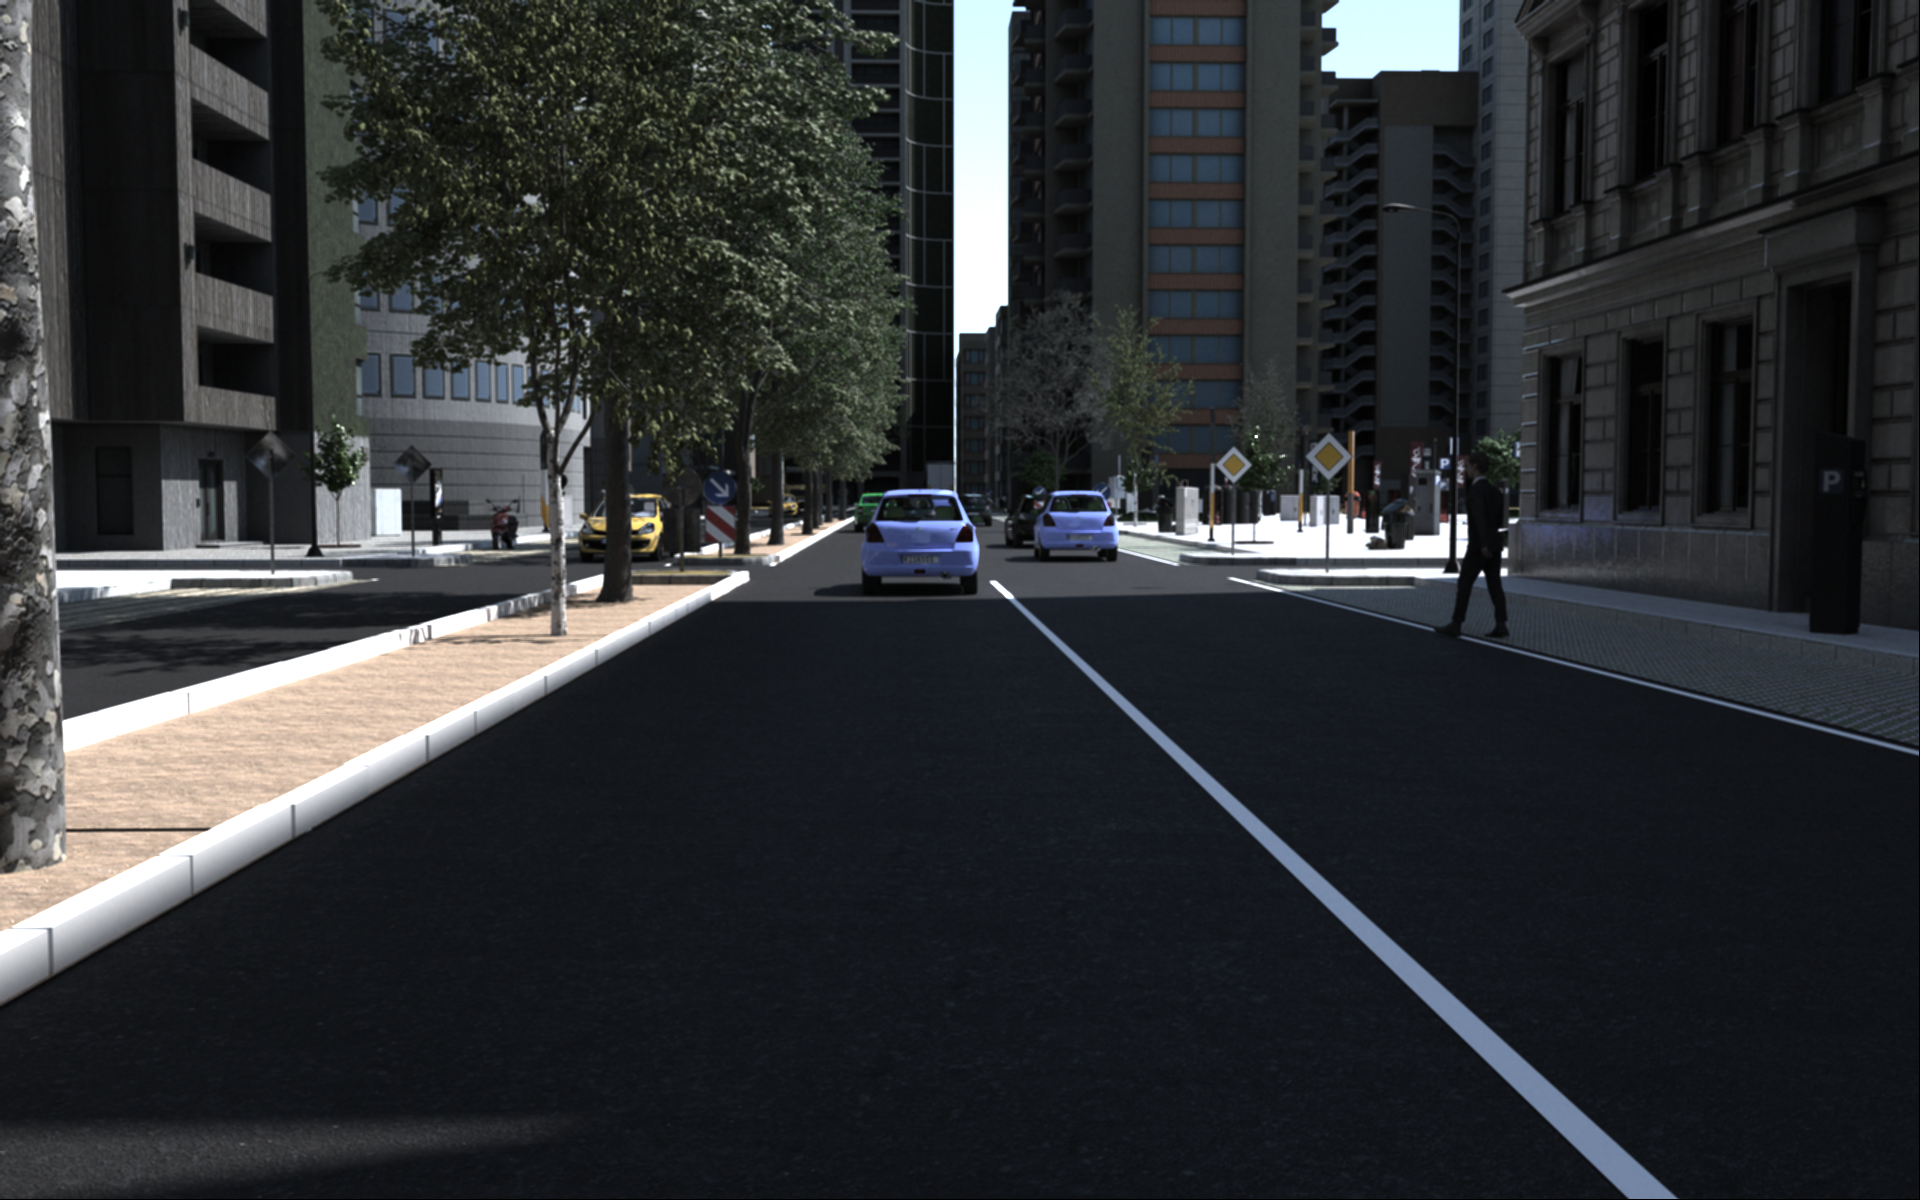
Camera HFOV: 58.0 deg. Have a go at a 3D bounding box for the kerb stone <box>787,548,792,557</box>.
[{"bbox_3d":[-3.925,-1.026,38.972,0.120,0.150,1.000,0,4,-2],"label":"kerb stone"}]

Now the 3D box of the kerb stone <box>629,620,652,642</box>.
[{"bbox_3d":[-3.168,0.331,16.913,0.120,0.150,1.000,0,4,-2],"label":"kerb stone"}]

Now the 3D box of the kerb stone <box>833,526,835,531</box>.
[{"bbox_3d":[-4.824,-2.589,64.586,0.120,0.150,1.000,0,4,-2],"label":"kerb stone"}]

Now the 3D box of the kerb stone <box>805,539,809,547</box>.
[{"bbox_3d":[-4.182,-1.465,46.147,0.120,0.150,1.000,0,4,-2],"label":"kerb stone"}]

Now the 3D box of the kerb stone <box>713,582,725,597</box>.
[{"bbox_3d":[-3.410,-0.112,24.090,0.120,0.150,1.000,0,4,-2],"label":"kerb stone"}]

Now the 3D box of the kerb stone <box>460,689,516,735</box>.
[{"bbox_3d":[-2.942,0.700,10.752,0.120,0.150,1.000,0,4,-2],"label":"kerb stone"}]

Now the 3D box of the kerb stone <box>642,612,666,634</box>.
[{"bbox_3d":[-3.199,0.260,17.945,0.120,0.150,1.000,0,4,-2],"label":"kerb stone"}]

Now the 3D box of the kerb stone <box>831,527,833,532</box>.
[{"bbox_3d":[-4.756,-2.468,62.542,0.120,0.150,1.000,0,4,-2],"label":"kerb stone"}]

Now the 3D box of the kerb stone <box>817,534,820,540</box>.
[{"bbox_3d":[-4.399,-1.834,52.306,0.120,0.150,1.000,0,4,-2],"label":"kerb stone"}]

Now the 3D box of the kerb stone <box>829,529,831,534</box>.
[{"bbox_3d":[-4.688,-2.340,60.499,0.120,0.150,1.000,0,4,-2],"label":"kerb stone"}]

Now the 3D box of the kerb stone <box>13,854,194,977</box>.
[{"bbox_3d":[-2.768,1.015,5.634,0.120,0.150,1.000,0,4,-2],"label":"kerb stone"}]

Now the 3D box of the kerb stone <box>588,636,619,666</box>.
[{"bbox_3d":[-3.085,0.451,14.857,0.120,0.150,1.000,0,4,-2],"label":"kerb stone"}]

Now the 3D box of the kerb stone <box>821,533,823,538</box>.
[{"bbox_3d":[-4.471,-1.962,54.351,0.120,0.150,1.000,0,4,-2],"label":"kerb stone"}]

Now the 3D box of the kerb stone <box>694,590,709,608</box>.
[{"bbox_3d":[-3.340,0.009,22.047,0.120,0.150,1.000,0,4,-2],"label":"kerb stone"}]

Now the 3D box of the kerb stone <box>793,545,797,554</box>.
[{"bbox_3d":[-4.004,-1.151,41.022,0.120,0.150,1.000,0,4,-2],"label":"kerb stone"}]

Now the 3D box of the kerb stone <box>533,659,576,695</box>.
[{"bbox_3d":[-3.014,0.580,12.800,0.120,0.150,1.000,0,4,-2],"label":"kerb stone"}]

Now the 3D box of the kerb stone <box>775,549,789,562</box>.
[{"bbox_3d":[-3.897,-0.963,37.940,0.120,0.150,1.000,0,4,-2],"label":"kerb stone"}]

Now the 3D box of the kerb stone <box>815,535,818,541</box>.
[{"bbox_3d":[-4.359,-1.779,51.284,0.120,0.150,1.000,0,4,-2],"label":"kerb stone"}]

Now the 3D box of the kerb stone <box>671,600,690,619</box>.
[{"bbox_3d":[-3.272,0.134,20.001,0.120,0.150,1.000,0,4,-2],"label":"kerb stone"}]

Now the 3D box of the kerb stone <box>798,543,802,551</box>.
[{"bbox_3d":[-4.076,-1.274,43.068,0.120,0.150,1.000,0,4,-2],"label":"kerb stone"}]

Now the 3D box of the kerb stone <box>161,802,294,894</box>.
[{"bbox_3d":[-2.806,0.950,6.657,0.120,0.150,1.000,0,4,-2],"label":"kerb stone"}]

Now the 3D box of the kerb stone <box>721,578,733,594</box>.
[{"bbox_3d":[-3.442,-0.178,25.112,0.120,0.150,1.000,0,4,-2],"label":"kerb stone"}]

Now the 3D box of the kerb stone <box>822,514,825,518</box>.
[{"bbox_3d":[-8.500,-5.345,109.582,0.120,0.150,1.000,0,4,-2],"label":"kerb stone"}]

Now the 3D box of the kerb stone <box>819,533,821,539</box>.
[{"bbox_3d":[-4.426,-1.904,53.330,0.120,0.150,1.000,0,4,-2],"label":"kerb stone"}]

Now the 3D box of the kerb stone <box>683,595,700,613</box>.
[{"bbox_3d":[-3.304,0.072,21.023,0.120,0.150,1.000,0,4,-2],"label":"kerb stone"}]

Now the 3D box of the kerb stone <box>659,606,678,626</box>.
[{"bbox_3d":[-3.238,0.200,18.980,0.120,0.150,1.000,0,4,-2],"label":"kerb stone"}]

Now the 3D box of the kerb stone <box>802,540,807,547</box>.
[{"bbox_3d":[-4.142,-1.402,45.116,0.120,0.150,1.000,0,4,-2],"label":"kerb stone"}]

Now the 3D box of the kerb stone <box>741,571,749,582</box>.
[{"bbox_3d":[-3.544,-0.367,28.193,0.120,0.150,1.000,0,4,-2],"label":"kerb stone"}]

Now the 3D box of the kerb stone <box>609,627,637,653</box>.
[{"bbox_3d":[-3.127,0.386,15.887,0.120,0.150,1.000,0,4,-2],"label":"kerb stone"}]

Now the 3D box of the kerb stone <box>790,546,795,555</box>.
[{"bbox_3d":[-3.960,-1.089,40.001,0.120,0.150,1.000,0,4,-2],"label":"kerb stone"}]

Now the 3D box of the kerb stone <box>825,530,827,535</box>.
[{"bbox_3d":[-4.571,-2.155,57.425,0.120,0.150,1.000,0,4,-2],"label":"kerb stone"}]

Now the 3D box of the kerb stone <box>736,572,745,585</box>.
[{"bbox_3d":[-3.514,-0.300,27.163,0.120,0.150,1.000,0,4,-2],"label":"kerb stone"}]

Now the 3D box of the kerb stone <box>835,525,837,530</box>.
[{"bbox_3d":[-4.892,-2.718,66.629,0.120,0.150,1.000,0,4,-2],"label":"kerb stone"}]

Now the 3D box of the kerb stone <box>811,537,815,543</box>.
[{"bbox_3d":[-4.290,-1.651,49.227,0.120,0.150,1.000,0,4,-2],"label":"kerb stone"}]

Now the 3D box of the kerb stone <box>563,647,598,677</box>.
[{"bbox_3d":[-3.056,0.518,13.828,0.120,0.150,1.000,0,4,-2],"label":"kerb stone"}]

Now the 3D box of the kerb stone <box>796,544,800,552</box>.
[{"bbox_3d":[-4.032,-1.211,42.044,0.120,0.150,1.000,0,4,-2],"label":"kerb stone"}]

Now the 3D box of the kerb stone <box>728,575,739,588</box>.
[{"bbox_3d":[-3.484,-0.241,26.133,0.120,0.150,1.000,0,4,-2],"label":"kerb stone"}]

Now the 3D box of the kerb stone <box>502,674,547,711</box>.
[{"bbox_3d":[-2.986,0.644,11.778,0.120,0.150,1.000,0,4,-2],"label":"kerb stone"}]

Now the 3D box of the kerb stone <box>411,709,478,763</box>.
[{"bbox_3d":[-2.908,0.763,9.727,0.120,0.150,1.000,0,4,-2],"label":"kerb stone"}]

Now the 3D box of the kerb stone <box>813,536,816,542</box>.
[{"bbox_3d":[-4.326,-1.713,50.249,0.120,0.150,1.000,0,4,-2],"label":"kerb stone"}]

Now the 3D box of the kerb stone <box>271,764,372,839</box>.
[{"bbox_3d":[-2.836,0.892,7.685,0.120,0.150,1.000,0,4,-2],"label":"kerb stone"}]

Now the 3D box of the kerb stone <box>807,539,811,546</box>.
[{"bbox_3d":[-4.219,-1.528,47.174,0.120,0.150,1.000,0,4,-2],"label":"kerb stone"}]

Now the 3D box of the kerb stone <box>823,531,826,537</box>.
[{"bbox_3d":[-4.539,-2.092,56.404,0.120,0.150,1.000,0,4,-2],"label":"kerb stone"}]

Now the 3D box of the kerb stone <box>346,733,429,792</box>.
[{"bbox_3d":[-2.881,0.825,8.706,0.120,0.150,1.000,0,4,-2],"label":"kerb stone"}]

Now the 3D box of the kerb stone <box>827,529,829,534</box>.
[{"bbox_3d":[-4.650,-2.280,59.475,0.120,0.150,1.000,0,4,-2],"label":"kerb stone"}]

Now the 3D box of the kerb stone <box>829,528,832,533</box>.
[{"bbox_3d":[-4.713,-2.405,61.521,0.120,0.150,1.000,0,4,-2],"label":"kerb stone"}]

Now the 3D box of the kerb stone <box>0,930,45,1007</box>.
[{"bbox_3d":[-2.734,1.078,4.613,0.120,0.150,1.000,0,4,-2],"label":"kerb stone"}]

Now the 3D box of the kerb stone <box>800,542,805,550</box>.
[{"bbox_3d":[-4.111,-1.336,44.090,0.120,0.150,1.000,0,4,-2],"label":"kerb stone"}]

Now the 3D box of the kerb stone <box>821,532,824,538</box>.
[{"bbox_3d":[-4.507,-2.015,55.380,0.120,0.150,1.000,0,4,-2],"label":"kerb stone"}]

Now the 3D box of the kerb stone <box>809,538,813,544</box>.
[{"bbox_3d":[-4.248,-1.591,48.200,0.120,0.150,1.000,0,4,-2],"label":"kerb stone"}]

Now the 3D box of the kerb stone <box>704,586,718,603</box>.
[{"bbox_3d":[-3.375,-0.053,23.069,0.120,0.150,1.000,0,4,-2],"label":"kerb stone"}]
